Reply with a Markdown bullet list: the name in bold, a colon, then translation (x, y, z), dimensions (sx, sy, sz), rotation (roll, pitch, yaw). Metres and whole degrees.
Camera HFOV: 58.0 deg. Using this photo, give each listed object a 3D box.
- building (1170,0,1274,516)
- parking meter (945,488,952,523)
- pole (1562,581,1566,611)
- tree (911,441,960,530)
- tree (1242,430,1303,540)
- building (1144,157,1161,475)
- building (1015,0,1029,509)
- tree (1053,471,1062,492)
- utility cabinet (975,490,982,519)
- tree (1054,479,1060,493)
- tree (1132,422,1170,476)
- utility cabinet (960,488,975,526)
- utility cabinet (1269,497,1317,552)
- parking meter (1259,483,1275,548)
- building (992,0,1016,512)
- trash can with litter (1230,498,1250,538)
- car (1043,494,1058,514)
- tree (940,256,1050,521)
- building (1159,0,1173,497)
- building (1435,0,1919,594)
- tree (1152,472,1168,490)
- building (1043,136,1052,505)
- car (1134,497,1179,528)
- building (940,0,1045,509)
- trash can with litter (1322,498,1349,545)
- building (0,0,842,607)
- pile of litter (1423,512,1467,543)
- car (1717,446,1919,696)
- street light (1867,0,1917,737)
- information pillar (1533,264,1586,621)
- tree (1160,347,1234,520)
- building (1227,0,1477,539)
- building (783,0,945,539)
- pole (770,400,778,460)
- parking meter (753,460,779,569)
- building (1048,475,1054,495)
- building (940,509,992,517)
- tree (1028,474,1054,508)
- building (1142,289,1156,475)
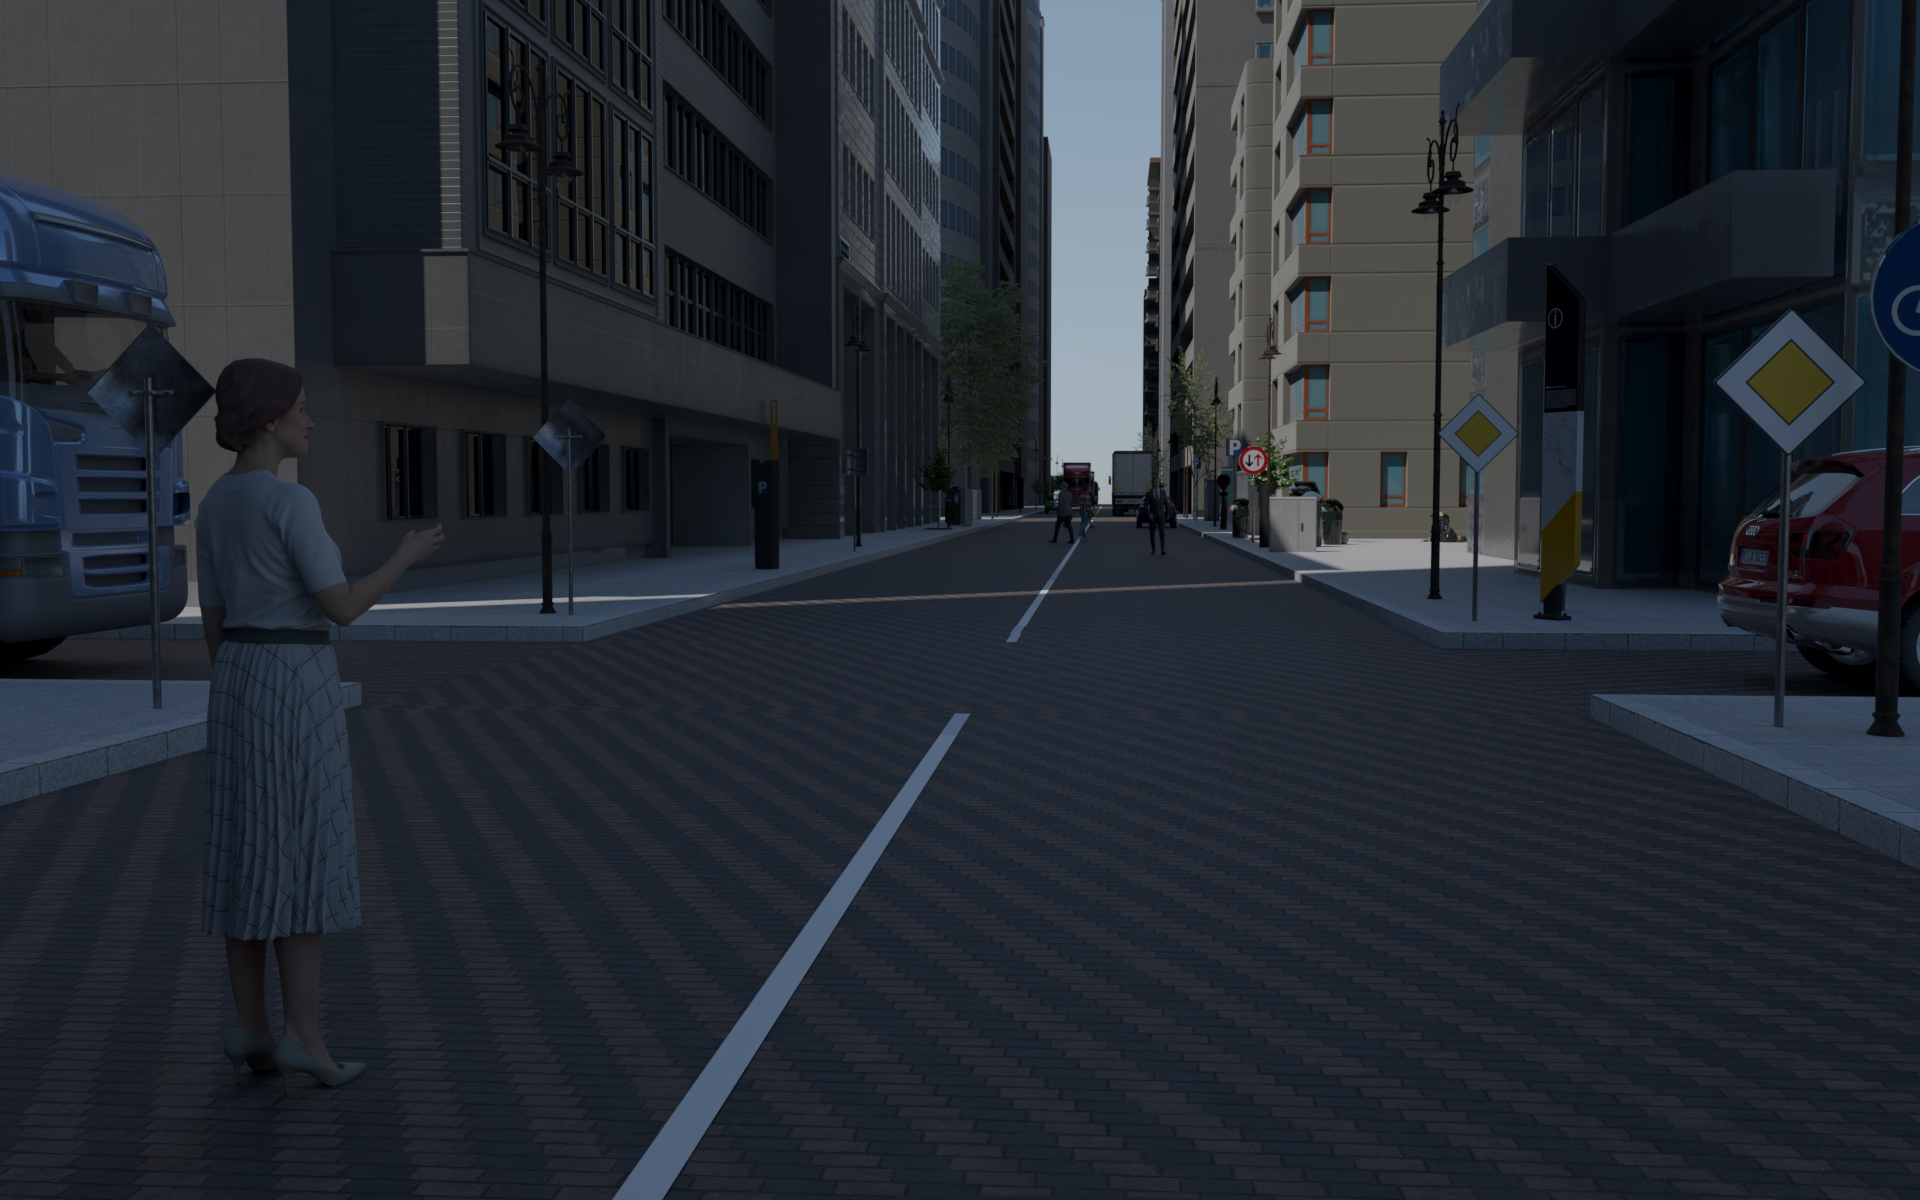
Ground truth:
- **building**: translation (26.632, -30.789, 127.100), dimensions (21.300, 48.544, 21.600), rotation (0, 4, 5)
- **parking meter**: translation (-0.481, -4.132, 75.977), dimensions (0.372, 1.533, 0.369), rotation (0, 3, 0)
- **pole**: translation (6.592, -1.539, 19.009), dimensions (0.158, 3.312, 0.155), rotation (0, 3, 0)
- **tree**: translation (-0.778, -4.159, 62.594), dimensions (1.663, 3.219, 1.824), rotation (0, 3, 0)
- **tree**: translation (8.477, -3.274, 48.131), dimensions (1.663, 3.219, 1.824), rotation (0, 3, 0)
- **building**: translation (34.797, -34.627, 220.768), dimensions (22.147, 44.769, 28.867), rotation (0, 4, 5)
- **building**: translation (-1.244, -30.610, 150.583), dimensions (14.600, 45.320, 14.200), rotation (0, 4, 5)
- **tree**: translation (14.199, -16.030, 245.805), dimensions (4.285, 4.588, 4.351), rotation (0, 3, 0)
- **utility cabinet**: translation (0.623, -4.798, 87.122), dimensions (0.318, 1.500, 1.173), rotation (-2, 4, -34)
- **tree**: translation (9.917, -11.864, 188.583), dimensions (1.663, 3.219, 1.824), rotation (0, 3, 0)
- **tree**: translation (19.661, -13.849, 176.787), dimensions (4.360, 8.622, 3.978), rotation (0, 3, 0)
- **utility cabinet**: translation (0.256, -3.680, 68.852), dimensions (0.318, 1.500, 1.173), rotation (-1, 4, -8)
- **utility cabinet**: translation (7.377, -1.665, 38.378), dimensions (1.020, 1.237, 0.306), rotation (0, 4, 8)
- **parking meter**: translation (7.378, -2.029, 41.587), dimensions (0.372, 1.533, 0.369), rotation (0, 3, 0)
- **building**: translation (-6.984, -31.112, 132.389), dimensions (21.300, 48.544, 21.600), rotation (0, 4, 5)
- **trash can with litter**: translation (8.153, -2.415, 50.876), dimensions (0.624, 1.170, 1.055), rotation (0, 4, -1)
- **car**: translation (7.199, -7.326, 128.580), dimensions (1.959, 1.807, 4.718), rotation (0, 4, 5)
- **tree**: translation (0.406, -10.114, 83.492), dimensions (7.486, 12.596, 7.792), rotation (0, 3, 0)
- **building**: translation (32.734, -39.749, 191.896), dimensions (21.231, 58.520, 28.212), rotation (0, 4, 5)
- **building**: translation (22.897, -24.816, 25.351), dimensions (30.456, 49.044, 23.786), rotation (0, 4, 5)
- **tree**: translation (17.060, -9.513, 150.146), dimensions (1.663, 3.219, 1.824), rotation (0, 3, 0)
- **building**: translation (4.092, -34.413, 212.762), dimensions (14.600, 45.320, 14.200), rotation (0, 4, 5)
- **car**: translation (8.443, -3.788, 74.517), dimensions (1.945, 1.354, 3.894), rotation (0, 4, 6)
- **building**: translation (-1.819, -39.732, 191.623), dimensions (21.231, 58.520, 28.212), rotation (0, 4, 5)
- **trash can with litter**: translation (9.495, -1.997, 44.032), dimensions (0.624, 1.170, 1.055), rotation (2, 4, 30)
- **building**: translation (-11.613, -13.150, 34.065), dimensions (14.314, 24.678, 30.058), rotation (0, 4, 5)
- **pile of litter**: translation (13.047, -1.983, 46.379), dimensions (1.176, 0.858, 1.719), rotation (-1, 4, -10)
- **car**: translation (8.423, -0.243, 12.644), dimensions (5.304, 1.827, 2.281), rotation (0, 4, 5)
- **street light**: translation (4.928, -2.217, 9.043), dimensions (0.468, 5.910, 1.993), rotation (0, 4, 5)
- **information pillar**: translation (6.093, -1.601, 17.534), dimensions (0.183, 3.616, 0.504), rotation (-2, 4, -24)
- **tree**: translation (11.909, -8.323, 86.437), dimensions (4.737, 8.622, 4.395), rotation (0, 3, 0)
- **building**: translation (24.667, -13.294, 62.391), dimensions (27.650, 21.520, 28.899), rotation (0, 4, 5)
- **building**: translation (-7.515, -17.495, 63.543), dimensions (11.434, 29.767, 29.804), rotation (0, 4, 5)
- **pole**: translation (-4.033, -2.678, 37.633), dimensions (0.158, 3.312, 0.155), rotation (0, 3, 0)
- **parking meter**: translation (-3.310, -1.460, 29.581), dimensions (0.399, 1.863, 0.255), rotation (2, 4, 28)
- **building**: translation (2.229, -48.399, 229.571), dimensions (20.563, 71.187, 20.611), rotation (0, 4, 5)
- **building**: translation (-9.372, -34.577, 107.338), dimensions (21.231, 58.520, 28.212), rotation (0, 4, 5)
- **tree**: translation (7.429, -10.310, 163.165), dimensions (1.663, 3.219, 1.824), rotation (0, 3, 0)
- **building**: translation (32.648, -28.821, 242.916), dimensions (14.160, 30.474, 14.107), rotation (0, 4, 5)
